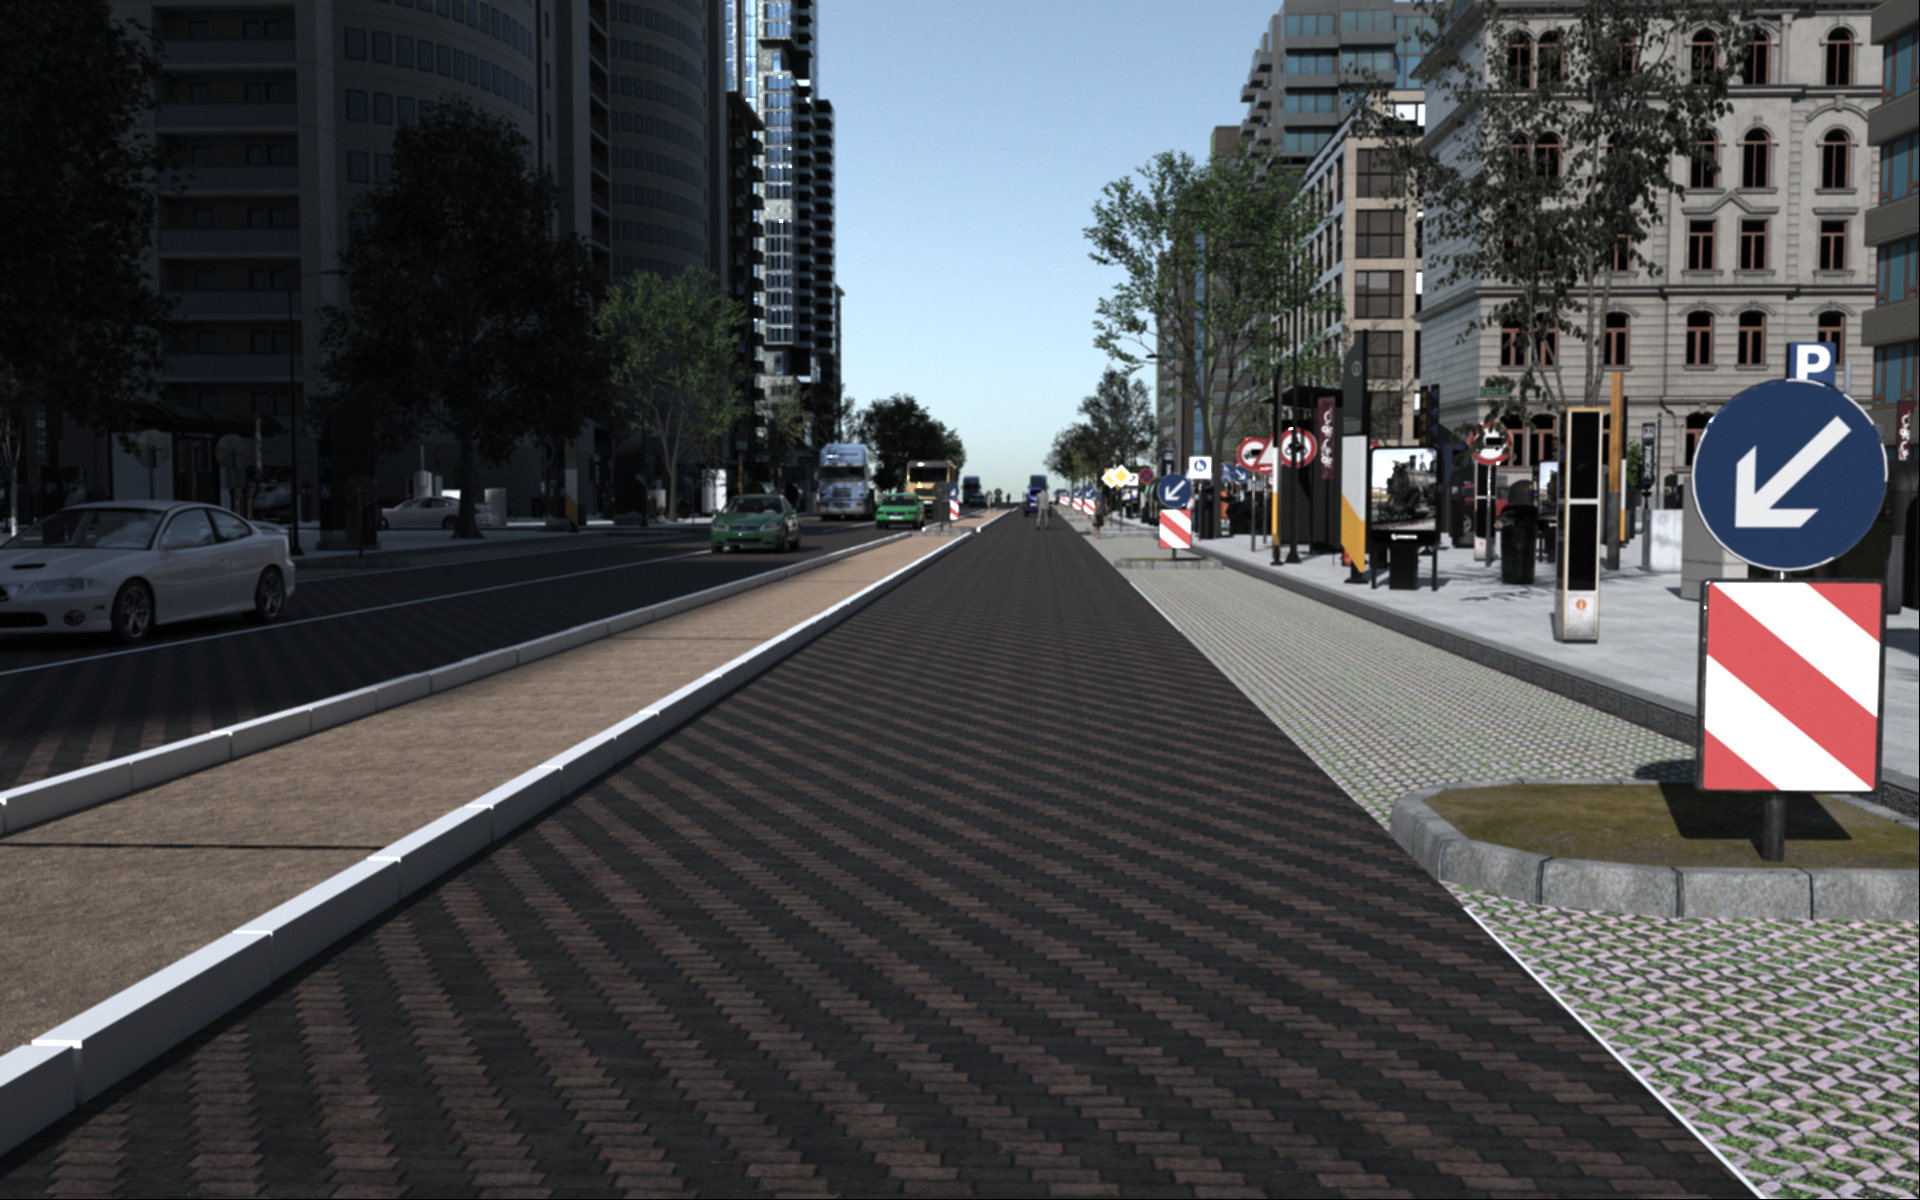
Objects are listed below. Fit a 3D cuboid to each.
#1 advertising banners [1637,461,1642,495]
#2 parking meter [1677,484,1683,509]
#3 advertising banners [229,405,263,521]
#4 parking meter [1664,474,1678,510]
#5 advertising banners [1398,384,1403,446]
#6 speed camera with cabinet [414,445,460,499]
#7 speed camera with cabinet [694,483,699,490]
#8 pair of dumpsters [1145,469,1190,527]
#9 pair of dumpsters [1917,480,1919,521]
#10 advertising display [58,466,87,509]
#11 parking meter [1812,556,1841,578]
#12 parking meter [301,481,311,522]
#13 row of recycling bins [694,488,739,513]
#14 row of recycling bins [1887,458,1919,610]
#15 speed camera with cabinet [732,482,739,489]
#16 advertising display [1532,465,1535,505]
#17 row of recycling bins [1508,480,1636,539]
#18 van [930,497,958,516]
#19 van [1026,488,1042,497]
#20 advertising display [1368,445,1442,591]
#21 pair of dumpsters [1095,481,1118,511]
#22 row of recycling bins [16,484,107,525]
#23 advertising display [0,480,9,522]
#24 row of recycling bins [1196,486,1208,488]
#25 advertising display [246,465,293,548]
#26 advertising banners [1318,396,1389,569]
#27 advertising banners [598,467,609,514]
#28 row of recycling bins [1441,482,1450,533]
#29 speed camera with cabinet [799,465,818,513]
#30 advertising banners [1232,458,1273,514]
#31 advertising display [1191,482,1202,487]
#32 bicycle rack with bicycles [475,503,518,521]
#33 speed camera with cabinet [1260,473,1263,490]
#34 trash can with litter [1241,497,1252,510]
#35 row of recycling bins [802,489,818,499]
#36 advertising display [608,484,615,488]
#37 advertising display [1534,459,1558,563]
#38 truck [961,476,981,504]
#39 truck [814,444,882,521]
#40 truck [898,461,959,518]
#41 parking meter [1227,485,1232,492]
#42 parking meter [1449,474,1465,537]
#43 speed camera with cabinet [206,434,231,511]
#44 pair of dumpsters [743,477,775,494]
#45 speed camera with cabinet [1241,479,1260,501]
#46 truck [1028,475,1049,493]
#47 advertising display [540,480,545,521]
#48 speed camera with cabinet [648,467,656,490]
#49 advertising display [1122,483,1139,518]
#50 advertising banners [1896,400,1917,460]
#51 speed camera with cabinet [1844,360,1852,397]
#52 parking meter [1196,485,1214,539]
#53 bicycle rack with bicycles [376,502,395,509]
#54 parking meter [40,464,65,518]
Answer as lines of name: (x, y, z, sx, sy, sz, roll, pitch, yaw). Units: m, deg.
advertising banners: (30.180, -5.009, 78.091, 2.074, 3.025, 0.090, -2, 4, -26)
parking meter: (18.328, -2.166, 43.822, 0.372, 1.533, 0.369, 0, 3, 0)
advertising banners: (-13.769, -2.282, 33.493, 0.090, 3.025, 2.074, 0, 4, -5)
parking meter: (20.890, -2.766, 50.934, 0.399, 1.863, 0.255, -3, 5, -45)
advertising banners: (6.925, -1.890, 27.083, 0.090, 3.025, 2.074, 1, 4, 12)
speed camera with cabinet: (-21.005, -4.635, 70.123, 2.038, 3.252, 0.660, -1, 4, -10)
speed camera with cabinet: (-20.505, -8.940, 140.500, 2.038, 3.252, 0.660, -2, 4, -27)
pair of dumpsters: (8.202, -4.025, 68.308, 1.574, 2.255, 4.437, 0, 4, 3)
pair of dumpsters: (7.852, -0.506, 10.770, 1.574, 2.255, 4.437, 0, 4, 3)
advertising display: (-20.898, -2.178, 40.829, 0.123, 1.923, 0.974, 0, 4, 4)
parking meter: (7.580, -0.422, 15.305, 0.372, 1.533, 0.369, 0, 3, 0)
parking meter: (-29.692, -4.462, 78.667, 0.399, 1.863, 0.255, 2, 4, 30)
row of recycling bins: (-16.259, -6.705, 116.747, 3.534, 1.692, 1.069, -2, 4, -29)
row of recycling bins: (11.182, -0.809, 20.332, 1.069, 1.692, 3.534, 1, 4, 10)
speed camera with cabinet: (-16.997, -8.312, 130.240, 0.660, 3.252, 2.038, 1, 4, 9)
advertising display: (12.592, -1.928, 36.737, 0.123, 1.923, 0.974, -3, 5, -40)
row of recycling bins: (17.536, -2.608, 49.748, 3.534, 1.692, 1.069, 0, 4, 2)
van: (-1.101, -6.596, 114.850, 2.013, 2.044, 4.112, 0, 4, 2)
van: (8.286, -11.176, 187.109, 2.240, 2.365, 5.245, 0, 4, 2)
advertising display: (5.941, -1.097, 23.150, 0.974, 1.923, 0.123, 3, 4, 37)
pair of dumpsters: (11.066, -7.842, 130.706, 1.574, 2.255, 4.437, 0, 4, 3)
row of recycling bins: (-37.362, -3.961, 71.869, 3.534, 1.692, 1.069, -1, 4, -22)
advertising display: (-44.498, -4.588, 80.227, 0.974, 1.923, 0.123, 1, 4, 16)
row of recycling bins: (11.848, -5.111, 90.673, 3.534, 1.692, 1.069, -2, 4, -23)
advertising display: (-15.616, -2.079, 39.209, 0.974, 1.923, 0.123, -2, 4, -30)
advertising banners: (6.905, -2.094, 30.433, 0.090, 3.025, 2.074, -2, 4, -25)
advertising banners: (-23.286, -7.158, 113.217, 0.090, 3.025, 2.074, -2, 4, -29)
row of recycling bins: (15.054, -3.115, 58.050, 3.534, 1.692, 1.069, 1, 4, 22)
speed camera with cabinet: (-10.237, -7.499, 116.942, 0.660, 3.252, 2.038, 1, 4, 16)
advertising banners: (14.288, -5.399, 84.460, 2.074, 3.025, 0.090, 2, 4, 24)
advertising display: (12.600, -5.406, 93.598, 0.974, 1.923, 0.123, -1, 4, -10)
bicycle rack with bicycles: (-22.490, -4.216, 82.314, 2.925, 0.926, 2.852, -2, 4, -25)
speed camera with cabinet: (20.534, -7.732, 120.754, 0.660, 3.252, 2.038, -1, 4, -10)
trash can with litter: (12.685, -4.005, 76.870, 0.624, 1.170, 1.055, 3, 5, 39)
row of recycling bins: (-11.459, -7.633, 131.910, 3.534, 1.692, 1.069, -2, 4, -28)
advertising display: (-23.251, -6.766, 115.842, 0.123, 1.923, 0.974, 3, 5, 43)
advertising display: (11.101, -1.650, 32.196, 0.123, 1.923, 0.974, -1, 4, -22)
truck: (2.175, -16.814, 264.670, 2.967, 4.110, 18.799, 0, 4, 4)
truck: (-5.955, -6.633, 98.215, 2.967, 4.110, 18.799, 0, 4, 1)
truck: (-1.624, -6.504, 102.256, 3.469, 3.379, 9.791, 0, 4, 3)
parking meter: (16.266, -6.065, 104.873, 0.255, 1.863, 0.399, -3, 5, -43)
parking meter: (14.744, -2.793, 51.375, 0.399, 1.863, 0.255, 3, 5, 43)
speed camera with cabinet: (-23.320, -3.681, 54.520, 0.660, 3.252, 2.038, -2, 4, -33)
pair of dumpsters: (-11.363, -5.809, 97.468, 1.574, 2.255, 4.437, 0, 4, 3)
speed camera with cabinet: (17.179, -6.720, 104.206, 0.660, 3.252, 2.038, -1, 4, -13)
truck: (10.959, -15.418, 241.850, 2.967, 4.110, 18.799, 0, 4, 3)
advertising display: (-19.151, -4.635, 80.999, 0.974, 1.923, 0.123, 0, 4, 4)
speed camera with cabinet: (-23.096, -8.149, 127.574, 0.660, 3.252, 2.038, 3, 5, 44)
advertising display: (9.089, -5.357, 92.797, 0.974, 1.923, 0.123, 1, 4, 21)
advertising banners: (17.022, -2.199, 32.138, 2.074, 3.025, 0.090, -2, 4, -26)
speed camera with cabinet: (12.650, -1.952, 26.253, 0.660, 3.252, 2.038, -2, 4, -30)
parking meter: (7.018, -2.490, 49.120, 0.372, 1.533, 0.369, 0, 3, 0)
bicycle rack with bicycles: (-27.634, -4.088, 80.221, 2.925, 0.926, 2.852, 0, 4, -1)
parking meter: (-17.968, -1.750, 34.326, 0.399, 1.863, 0.255, -1, 4, -23)
